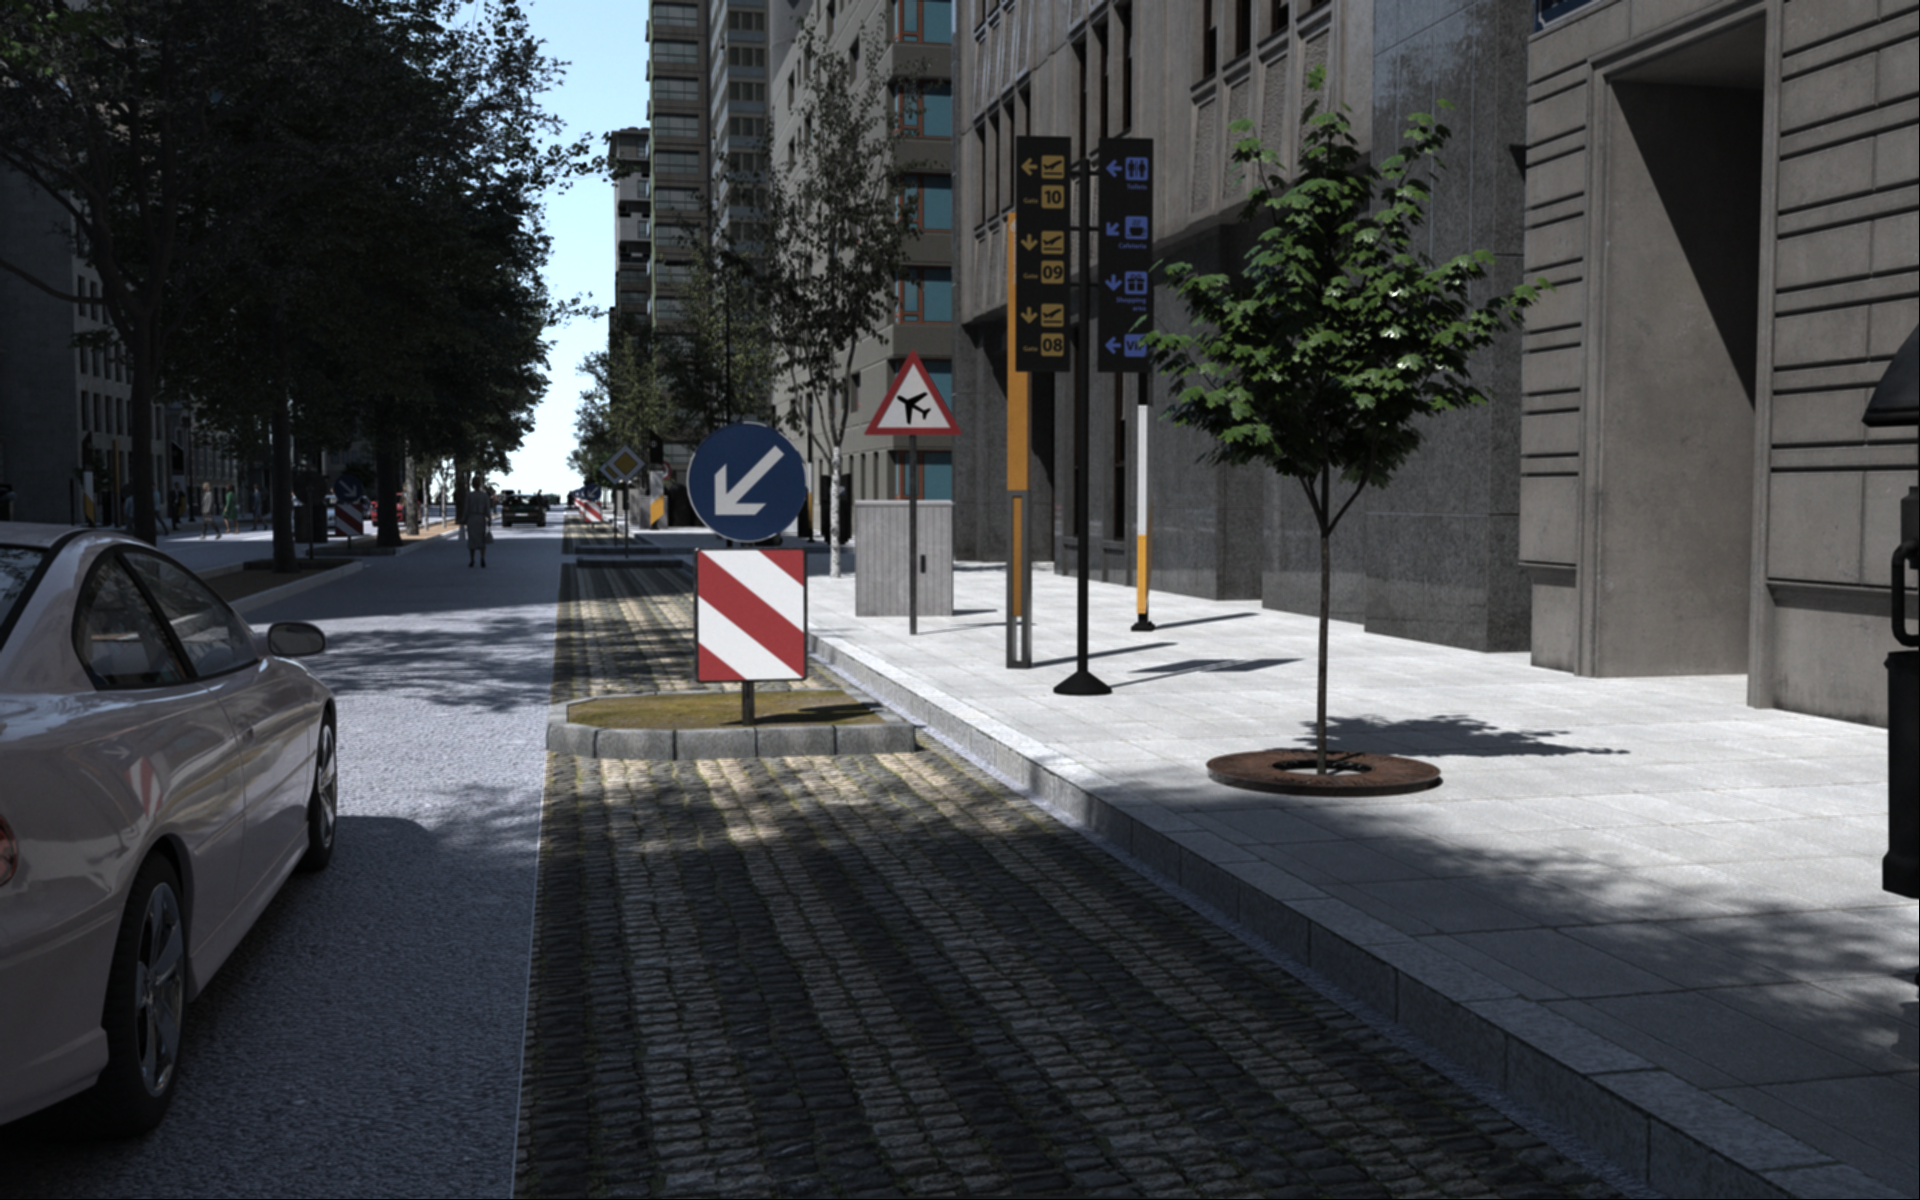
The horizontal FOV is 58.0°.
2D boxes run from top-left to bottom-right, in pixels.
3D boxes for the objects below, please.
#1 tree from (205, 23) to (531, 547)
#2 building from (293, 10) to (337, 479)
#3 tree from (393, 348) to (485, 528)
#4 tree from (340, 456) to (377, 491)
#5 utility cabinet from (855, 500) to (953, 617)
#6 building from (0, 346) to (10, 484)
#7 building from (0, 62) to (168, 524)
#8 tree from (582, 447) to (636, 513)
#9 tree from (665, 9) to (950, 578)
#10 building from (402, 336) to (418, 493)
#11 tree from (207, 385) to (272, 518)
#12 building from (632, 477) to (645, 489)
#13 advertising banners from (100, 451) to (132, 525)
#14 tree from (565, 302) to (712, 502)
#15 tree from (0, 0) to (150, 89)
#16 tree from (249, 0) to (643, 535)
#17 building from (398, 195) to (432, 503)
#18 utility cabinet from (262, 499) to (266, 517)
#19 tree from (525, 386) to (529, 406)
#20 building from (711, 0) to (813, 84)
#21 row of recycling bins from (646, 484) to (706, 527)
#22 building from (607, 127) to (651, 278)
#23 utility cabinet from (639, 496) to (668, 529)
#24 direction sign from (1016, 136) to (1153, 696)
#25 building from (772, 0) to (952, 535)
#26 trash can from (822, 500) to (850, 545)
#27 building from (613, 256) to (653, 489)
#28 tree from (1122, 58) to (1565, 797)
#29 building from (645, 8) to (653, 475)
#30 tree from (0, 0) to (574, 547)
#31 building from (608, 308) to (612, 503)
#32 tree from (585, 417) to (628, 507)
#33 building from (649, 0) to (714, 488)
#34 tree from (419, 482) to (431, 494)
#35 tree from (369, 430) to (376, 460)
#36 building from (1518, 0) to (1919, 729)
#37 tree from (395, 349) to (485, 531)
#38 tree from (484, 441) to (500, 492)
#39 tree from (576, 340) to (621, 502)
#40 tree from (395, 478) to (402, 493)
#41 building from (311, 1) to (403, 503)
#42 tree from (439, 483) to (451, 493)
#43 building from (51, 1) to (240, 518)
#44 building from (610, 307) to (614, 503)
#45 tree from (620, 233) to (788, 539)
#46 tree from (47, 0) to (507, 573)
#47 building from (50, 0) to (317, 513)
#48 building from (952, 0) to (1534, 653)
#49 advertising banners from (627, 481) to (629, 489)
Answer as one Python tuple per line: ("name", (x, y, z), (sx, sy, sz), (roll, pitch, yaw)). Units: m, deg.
("tree", (-15.472, -8.406, 46.543), (9.857, 13.997, 8.962), (0, 3, 0))
("building", (-67.745, -30.429, 152.138), (22.147, 44.769, 28.867), (-1, 4, -13))
("tree", (-21.746, -7.330, 72.671), (4.737, 8.622, 4.395), (0, 3, 0))
("tree", (-52.371, -10.225, 150.891), (4.285, 4.588, 4.351), (0, 3, 0))
("utility cabinet", (-0.590, -0.433, 18.235), (1.020, 1.237, 0.306), (0, 4, -5))
("building", (-41.502, -14.411, 54.707), (14.460, 24.649, 34.723), (-1, 4, -13))
("building", (-44.832, -13.841, 81.055), (10.420, 20.320, 16.860), (-1, 4, -13))
("tree", (-23.884, -8.313, 119.637), (4.285, 4.588, 4.351), (0, 3, 0))
("tree", (-2.063, -4.656, 26.484), (4.360, 8.622, 3.978), (0, 3, 0))
("building", (-79.579, -27.921, 228.216), (14.160, 30.474, 14.107), (-1, 4, -13))
("tree", (-38.441, -8.736, 93.197), (4.737, 8.622, 4.395), (0, 3, 0))
("building", (-17.613, -29.833, 179.657), (32.217, 40.220, 23.993), (-1, 4, -13))
("advertising banners", (-34.334, -4.561, 70.763), (2.074, 3.025, 0.090), (1, 4, 21))
("tree", (-15.576, -9.195, 84.749), (7.601, 10.594, 8.767), (0, 4, -7))
("tree", (-7.747, -5.011, 10.137), (9.928, 11.665, 9.643), (0, 3, 0))
("tree", (-17.569, -12.258, 58.761), (12.611, 20.169, 13.585), (0, 3, 0))
("building", (-85.923, -37.018, 255.346), (14.600, 45.320, 14.200), (-1, 4, -13))
("utility cabinet", (-39.297, -5.421, 97.314), (0.318, 1.500, 1.173), (-2, 4, -35))
("tree", (-26.778, -10.128, 93.802), (9.928, 11.665, 9.643), (0, 3, 0))
("building", (-2.577, -25.453, 108.039), (32.217, 40.220, 23.993), (-1, 4, -13))
("row of recycling bins", (-10.691, -3.740, 68.268), (3.534, 1.692, 1.069), (-3, 4, -38))
("building", (-35.244, -40.269, 247.640), (28.713, 52.752, 27.495), (-1, 4, -13))
("utility cabinet", (-11.352, -3.242, 64.169), (1.020, 1.237, 0.306), (-1, 4, -22))
("direction sign", (0.792, -1.168, 11.094), (0.876, 3.537, 0.379), (0, 4, -6))
("building", (9.217, -13.349, 63.298), (28.899, 21.520, 27.650), (-1, 4, -13))
("trash can", (-3.135, -1.972, 43.900), (0.748, 1.137, 0.748), (0, 3, 0))
("building", (-34.641, -26.952, 212.373), (14.160, 30.474, 14.107), (-1, 4, -13))
("tree", (1.614, -0.812, 7.875), (1.663, 3.219, 1.824), (0, 3, 0))
("building", (-15.716, -32.524, 151.368), (23.786, 49.044, 30.456), (-1, 4, -13))
("tree", (-10.001, -6.610, 20.897), (12.009, 13.543, 11.850), (0, 3, 0))
("building", (-46.929, -30.297, 267.057), (14.160, 30.474, 14.107), (-1, 4, -13))
("tree", (-31.098, -12.345, 152.203), (4.360, 8.622, 3.978), (0, 3, 0))
("building", (-15.927, -27.227, 128.763), (14.154, 41.232, 14.086), (-1, 4, -13))
("tree", (-67.540, -13.737, 219.196), (1.663, 3.219, 1.824), (0, 3, 0))
("tree", (-55.885, -13.403, 169.503), (4.737, 8.622, 4.395), (0, 3, 0))
("building", (11.252, -10.258, 3.870), (11.583, 22.565, 21.152), (-1, 4, -13))
("tree", (-20.774, -6.994, 67.174), (4.360, 8.622, 3.978), (0, 3, 0))
("tree", (-24.784, -8.203, 86.931), (4.360, 8.622, 3.978), (0, 3, 0))
("tree", (-14.362, -7.798, 77.858), (4.737, 8.622, 4.395), (0, 3, 0))
("tree", (-57.111, -10.966, 173.889), (1.663, 3.219, 1.824), (0, 3, 0))
("building", (-78.920, -40.589, 205.628), (21.231, 58.520, 28.212), (-1, 4, -13))
("tree", (-75.297, -15.827, 253.364), (1.663, 3.219, 1.824), (0, 3, 0))
("building", (-50.079, -19.169, 99.322), (13.634, 28.700, 20.117), (-1, 4, -13))
("building", (-37.822, -27.791, 226.091), (14.160, 30.474, 14.107), (-1, 4, -13))
("tree", (-6.820, -6.020, 48.783), (4.737, 8.622, 4.395), (0, 3, 0))
("tree", (-12.012, -6.726, 30.550), (7.486, 12.596, 7.792), (0, 3, 0))
("building", (-60.006, -30.813, 123.401), (23.786, 49.044, 30.456), (-1, 4, -13))
("building", (7.901, -12.611, 24.220), (12.078, 24.808, 19.932), (-1, 4, -13))
("advertising banners", (-17.460, -5.862, 92.027), (0.090, 3.025, 2.074), (-2, 4, -24))
